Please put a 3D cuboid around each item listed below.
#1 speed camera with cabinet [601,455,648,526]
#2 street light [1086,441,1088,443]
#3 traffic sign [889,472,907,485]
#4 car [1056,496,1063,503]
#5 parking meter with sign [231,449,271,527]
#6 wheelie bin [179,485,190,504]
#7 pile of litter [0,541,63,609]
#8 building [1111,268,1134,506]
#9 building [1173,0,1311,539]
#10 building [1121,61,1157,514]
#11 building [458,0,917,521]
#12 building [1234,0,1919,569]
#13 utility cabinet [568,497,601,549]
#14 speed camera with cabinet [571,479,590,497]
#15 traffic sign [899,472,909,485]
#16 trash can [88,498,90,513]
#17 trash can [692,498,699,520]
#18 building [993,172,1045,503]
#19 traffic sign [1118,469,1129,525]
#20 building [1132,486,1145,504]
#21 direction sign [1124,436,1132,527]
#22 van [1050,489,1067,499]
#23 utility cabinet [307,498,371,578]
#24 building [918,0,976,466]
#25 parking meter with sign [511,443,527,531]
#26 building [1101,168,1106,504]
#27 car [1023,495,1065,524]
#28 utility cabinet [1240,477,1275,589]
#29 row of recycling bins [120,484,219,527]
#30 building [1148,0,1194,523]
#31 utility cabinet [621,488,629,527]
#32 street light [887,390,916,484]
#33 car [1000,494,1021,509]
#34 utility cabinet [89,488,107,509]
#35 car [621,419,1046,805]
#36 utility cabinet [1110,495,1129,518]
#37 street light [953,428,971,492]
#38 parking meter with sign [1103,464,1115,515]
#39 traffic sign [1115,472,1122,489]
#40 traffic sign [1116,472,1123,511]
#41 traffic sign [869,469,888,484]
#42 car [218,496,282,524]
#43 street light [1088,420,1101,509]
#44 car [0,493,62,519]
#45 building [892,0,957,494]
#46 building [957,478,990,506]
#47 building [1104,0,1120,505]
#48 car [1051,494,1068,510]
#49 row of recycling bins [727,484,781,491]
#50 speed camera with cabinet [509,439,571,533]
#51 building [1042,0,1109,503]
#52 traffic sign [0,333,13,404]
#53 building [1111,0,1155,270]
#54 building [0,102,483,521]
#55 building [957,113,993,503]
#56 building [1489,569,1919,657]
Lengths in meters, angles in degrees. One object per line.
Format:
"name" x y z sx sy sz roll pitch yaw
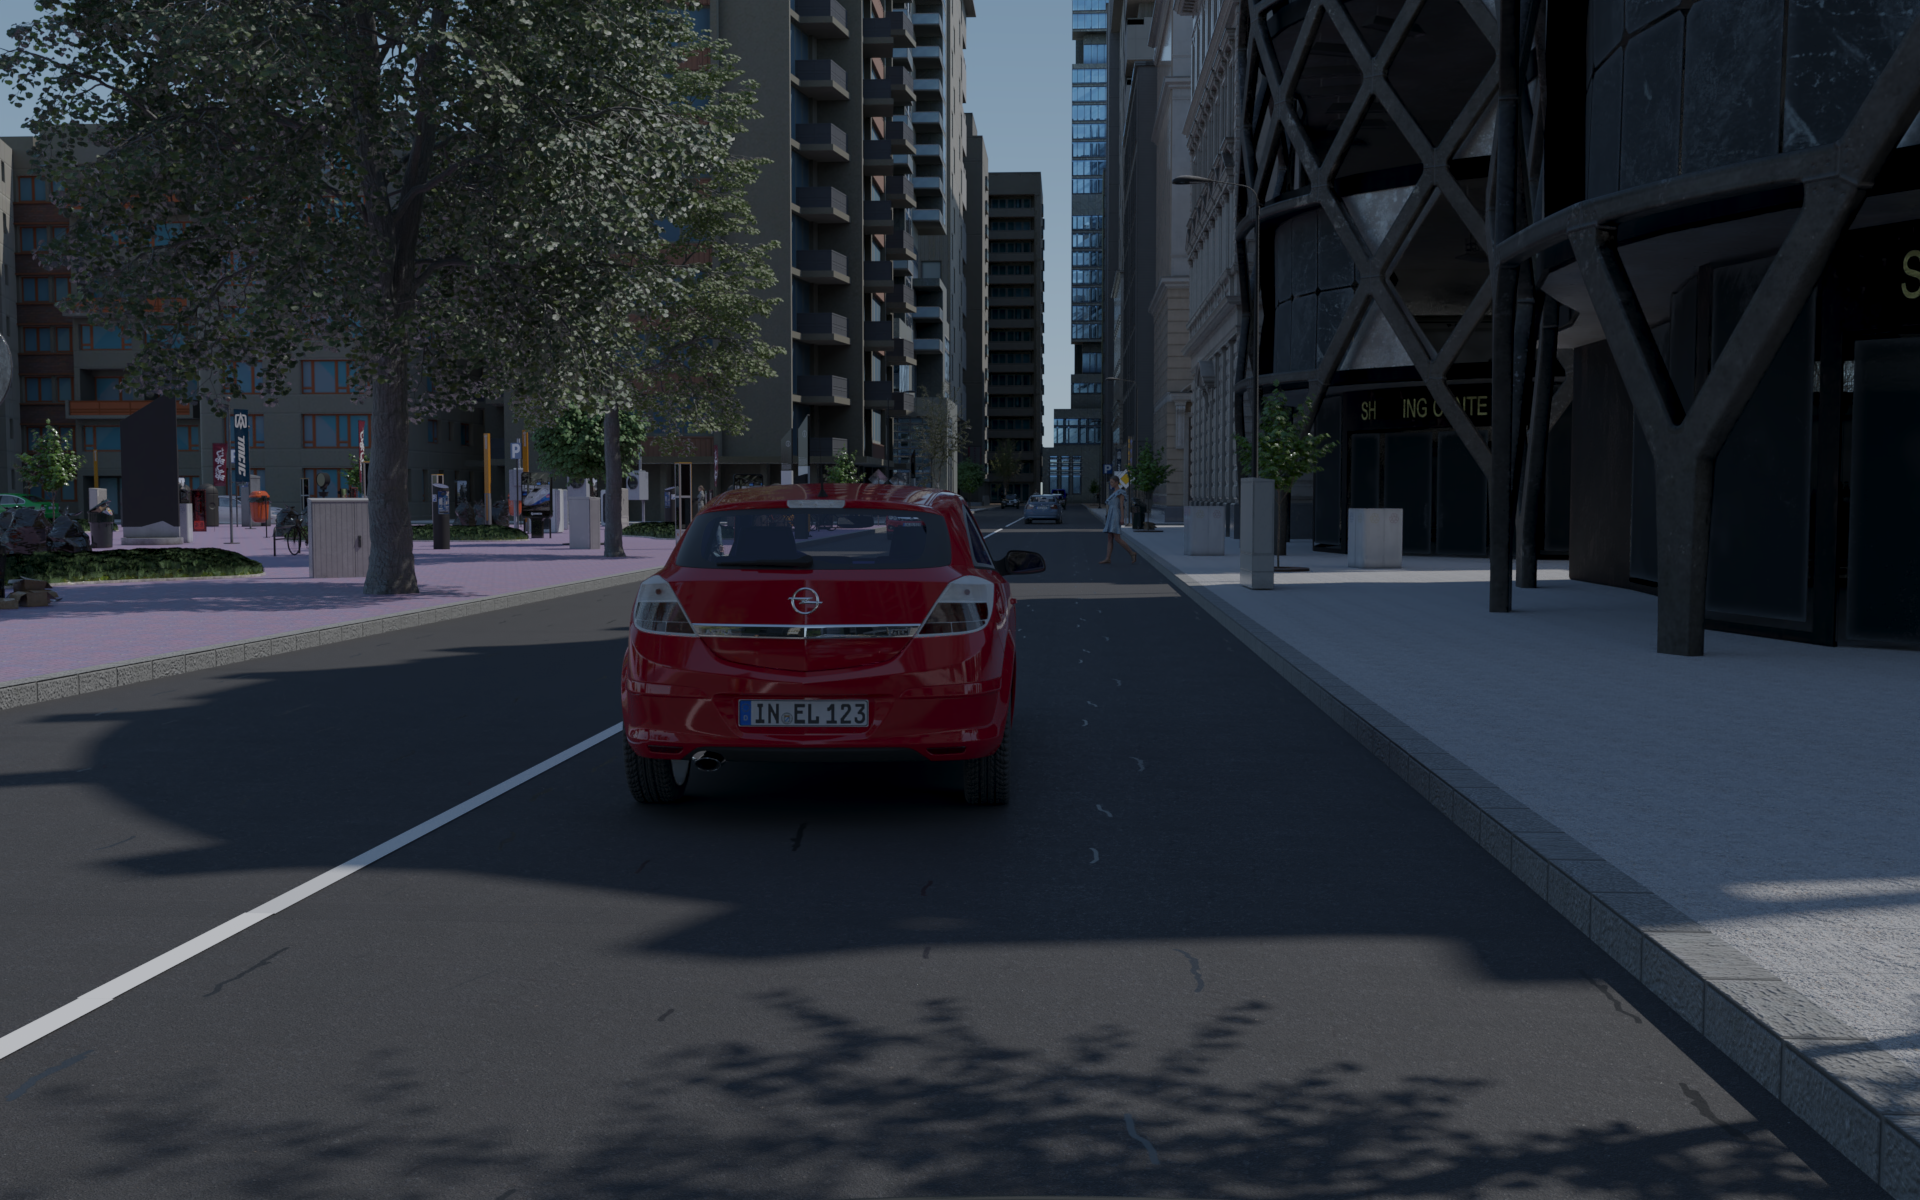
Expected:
"speed camera with cabinet" -13.367 -4.562 68.927 2.038 3.252 0.660 2 4 31
"street light" 11.748 -10.985 152.140 1.470 5.913 1.316 0 4 4
"traffic sign" -2.794 -4.538 77.833 0.795 2.450 0.064 0 4 4
"car" 5.820 -6.325 115.780 2.083 1.381 4.827 0 4 4
"parking meter with sign" -27.789 -4.382 67.900 0.543 3.016 1.738 1 4 18
"wheelie bin" -27.514 -3.246 60.975 0.693 1.594 0.980 -3 5 -42
"pile of litter" -10.937 -0.365 19.932 1.176 0.858 1.719 1 4 11
"building" 17.525 -17.959 142.772 9.793 20.994 18.267 0 4 4
"building" 13.151 -13.983 57.502 11.050 23.489 19.941 0 4 4
"building" 17.022 -18.878 102.166 14.314 27.812 24.014 0 4 4
"building" -14.020 -26.789 92.620 22.147 44.769 28.867 0 4 4
"building" 14.683 -10.503 39.171 16.820 18.784 16.811 0 4 4
"utility cabinet" -8.785 -1.798 40.552 0.306 1.237 1.020 -3 5 -40
"speed camera with cabinet" -24.862 -7.307 113.798 2.038 3.252 0.660 1 4 22
"traffic sign" -2.680 -4.863 81.634 0.606 2.300 0.079 1 4 10
"trash can" -34.884 -3.571 70.032 0.748 1.137 0.748 0 3 0
"trash can" -10.532 -3.425 67.656 0.748 1.137 0.748 0 3 0
"building" 1.185 -38.168 247.748 21.600 48.544 21.300 0 4 4
"traffic sign" 6.629 -4.011 69.222 0.795 2.450 0.064 0 4 4
"building" 17.414 -15.867 124.059 10.561 19.102 19.286 0 4 4
"direction sign" 6.647 -4.644 67.933 0.379 3.537 0.876 1 4 15
"van" 12.370 -13.039 217.566 2.240 2.365 5.245 0 4 3
"utility cabinet" -9.464 -0.947 26.646 1.020 1.237 0.306 -2 4 -32
"building" -13.396 -35.327 166.838 28.713 52.752 27.495 0 4 4
"parking meter with sign" -14.582 -3.874 59.606 0.543 3.016 1.738 2 4 35
"building" 24.937 -32.757 219.166 14.154 41.232 14.086 0 4 4
"car" 4.054 -4.401 83.961 2.014 1.417 4.499 0 4 5
"utility cabinet" 4.062 -0.914 23.626 0.318 1.500 1.173 0 4 2
"row of recycling bins" -30.899 -3.708 67.736 3.534 1.692 1.069 -1 4 -19
"building" 19.304 -18.152 82.682 20.117 28.700 13.634 0 4 4
"utility cabinet" -12.378 -3.319 62.943 0.318 1.500 1.173 1 4 9
"street light" -2.679 -6.428 77.644 1.470 5.913 1.316 0 4 4
"car" 4.868 -9.643 167.447 2.009 1.686 4.222 0 4 3
"utility cabinet" -32.524 -3.469 65.404 0.318 1.500 1.173 -1 4 -11
"car" -0.598 -0.028 9.492 2.155 1.783 4.494 0 4 2
"utility cabinet" 8.631 -5.034 93.475 1.020 1.237 0.306 -1 4 -16
"street light" 0.058 -9.100 121.326 1.470 5.913 1.316 0 4 4
"parking meter with sign" 8.758 -6.389 100.724 0.543 3.016 1.738 0 4 -8
"traffic sign" 7.271 -4.656 78.251 0.606 2.300 0.079 0 4 4
"traffic sign" 7.129 -4.498 77.192 0.795 2.450 0.064 0 4 4
"traffic sign" -3.294 -4.050 69.864 0.795 2.450 0.064 0 4 4
"car" -31.280 -3.821 74.836 4.827 1.381 2.083 0 4 4
"street light" 8.957 -8.339 108.882 1.470 5.913 1.316 0 4 4
"car" -42.755 -4.199 77.448 4.718 1.807 1.959 0 4 3
"building" -11.032 -49.934 129.096 22.319 86.520 31.000 0 4 4
"building" -13.071 -30.653 193.061 32.217 40.220 23.993 0 4 4
"building" 27.041 -40.040 196.652 21.231 58.520 28.212 0 4 4
"car" 8.946 -9.188 160.010 2.009 1.686 4.222 0 4 3
"row of recycling bins" -7.516 -3.695 67.529 3.534 1.692 1.069 -3 5 -45
"speed camera with cabinet" -15.122 -4.151 62.197 2.038 3.252 0.660 -1 4 -13
"building" 27.465 -57.050 245.441 31.000 86.520 22.319 0 4 4
"traffic sign" -7.018 -0.738 12.177 0.768 2.556 0.104 0 4 7
"building" 29.288 -35.449 168.831 28.713 52.752 27.495 0 4 4
"building" -40.170 -15.252 94.407 28.899 21.520 27.650 0 4 4
"building" -7.449 -36.329 217.680 21.600 48.544 21.300 0 4 4
"building" 13.782 -9.136 16.820 16.820 18.784 16.811 0 4 4
